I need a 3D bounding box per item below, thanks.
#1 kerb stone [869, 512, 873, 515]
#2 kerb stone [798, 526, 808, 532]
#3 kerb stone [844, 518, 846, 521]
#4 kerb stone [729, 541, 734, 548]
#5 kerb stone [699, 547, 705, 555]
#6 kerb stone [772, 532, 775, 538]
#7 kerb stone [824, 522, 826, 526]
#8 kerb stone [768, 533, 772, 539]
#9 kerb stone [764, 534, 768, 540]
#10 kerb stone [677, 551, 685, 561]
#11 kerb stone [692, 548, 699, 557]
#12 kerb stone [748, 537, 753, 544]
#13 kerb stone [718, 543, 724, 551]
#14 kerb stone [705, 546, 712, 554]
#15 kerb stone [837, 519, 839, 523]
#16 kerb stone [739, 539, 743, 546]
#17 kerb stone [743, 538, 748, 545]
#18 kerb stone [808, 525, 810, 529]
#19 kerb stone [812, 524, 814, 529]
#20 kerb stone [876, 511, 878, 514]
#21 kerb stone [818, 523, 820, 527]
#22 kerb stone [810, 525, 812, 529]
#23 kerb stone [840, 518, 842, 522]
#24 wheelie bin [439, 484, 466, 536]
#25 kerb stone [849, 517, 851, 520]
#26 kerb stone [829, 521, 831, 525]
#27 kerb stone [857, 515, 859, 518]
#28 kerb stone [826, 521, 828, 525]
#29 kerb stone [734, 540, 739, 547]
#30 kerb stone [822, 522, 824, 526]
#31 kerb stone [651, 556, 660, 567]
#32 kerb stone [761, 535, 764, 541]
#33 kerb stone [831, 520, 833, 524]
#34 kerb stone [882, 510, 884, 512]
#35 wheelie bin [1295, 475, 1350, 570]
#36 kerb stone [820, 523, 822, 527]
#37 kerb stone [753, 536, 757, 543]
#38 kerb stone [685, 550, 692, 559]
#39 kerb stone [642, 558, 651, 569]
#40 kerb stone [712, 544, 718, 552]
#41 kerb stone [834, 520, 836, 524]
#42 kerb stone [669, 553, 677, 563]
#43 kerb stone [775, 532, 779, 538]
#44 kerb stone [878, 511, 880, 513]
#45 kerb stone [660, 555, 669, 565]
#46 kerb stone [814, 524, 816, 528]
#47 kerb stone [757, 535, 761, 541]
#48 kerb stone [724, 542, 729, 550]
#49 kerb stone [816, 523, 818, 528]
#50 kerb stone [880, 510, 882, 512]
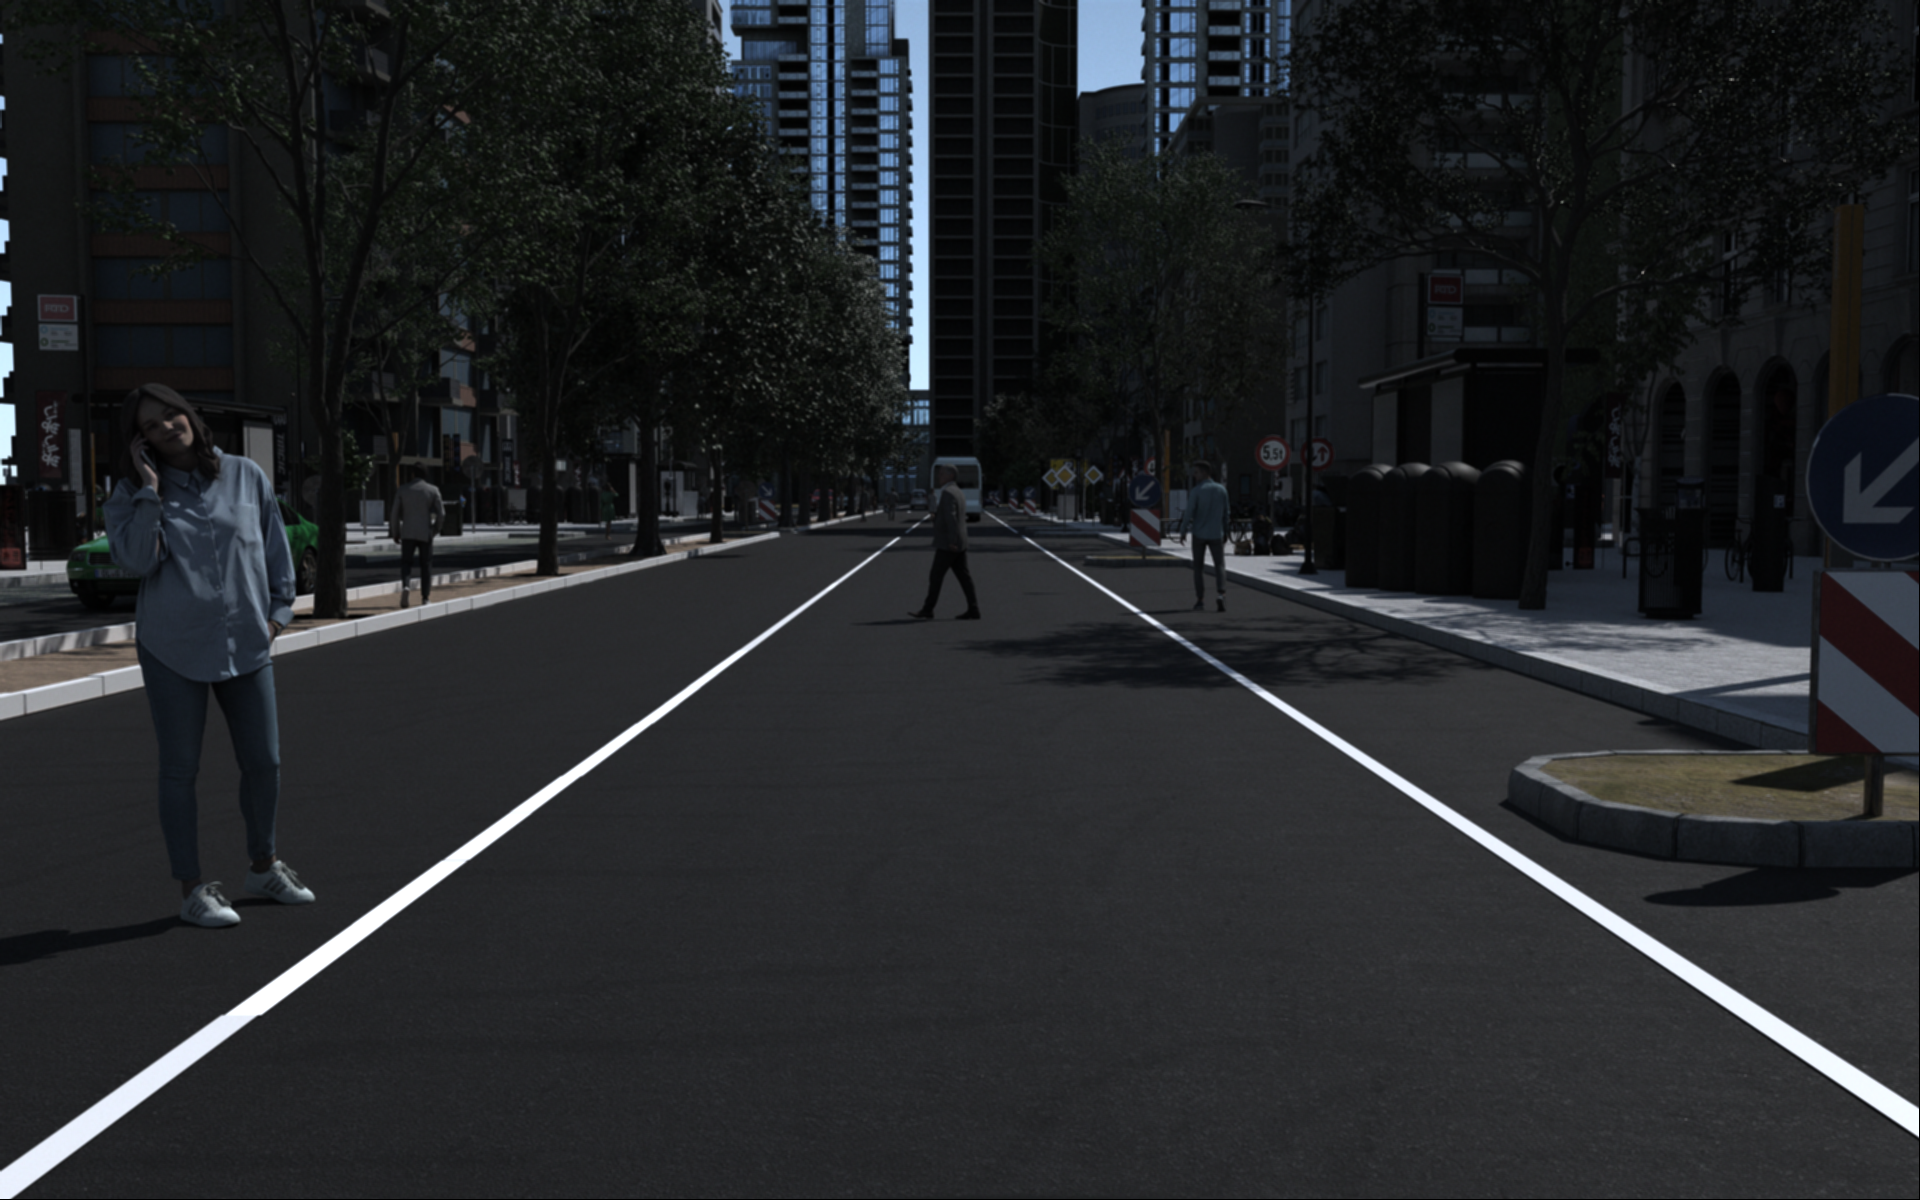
[{"bbox_3d":[-6.193,-5.851,117.852,0.120,0.150,1.000,0,3,0],"label":"kerb stone"},{"bbox_3d":[-6.152,-2.777,67.599,0.120,0.150,1.000,0,3,0],"label":"kerb stone"},{"bbox_3d":[-6.176,-4.151,90.175,0.120,0.150,1.000,0,3,0],"label":"kerb stone"},{"bbox_3d":[-6.137,-1.418,45.562,0.120,0.150,1.000,0,3,0],"label":"kerb stone"},{"bbox_3d":[-6.138,-1.110,40.421,0.120,0.150,1.000,0,3,0],"label":"kerb stone"},{"bbox_3d":[-6.143,-2.055,55.787,0.120,0.150,1.000,0,3,0],"label":"kerb stone"},{"bbox_3d":[-6.165,-3.342,76.838,0.120,0.150,1.000,0,3,0],"label":"kerb stone"},{"bbox_3d":[-6.150,-1.990,54.765,0.120,0.150,1.000,0,3,0],"label":"kerb stone"},{"bbox_3d":[-6.148,-1.927,53.743,0.120,0.150,1.000,0,3,0],"label":"kerb stone"},{"bbox_3d":[-6.132,-0.927,37.348,0.120,0.150,1.000,0,3,0],"label":"kerb stone"},{"bbox_3d":[-6.132,-1.052,39.399,0.120,0.150,1.000,0,3,0],"label":"kerb stone"},{"bbox_3d":[-6.140,-1.679,49.651,0.120,0.150,1.000,0,3,0],"label":"kerb stone"},{"bbox_3d":[-6.133,-1.304,43.509,0.120,0.150,1.000,0,3,0],"label":"kerb stone"},{"bbox_3d":[-6.134,-1.177,41.445,0.120,0.150,1.000,0,3,0],"label":"kerb stone"},{"bbox_3d":[-6.169,-3.844,85.045,0.120,0.150,1.000,0,3,0],"label":"kerb stone"},{"bbox_3d":[-6.145,-1.554,47.605,0.120,0.150,1.000,0,3,0],"label":"kerb stone"},{"bbox_3d":[-6.143,-1.616,48.629,0.120,0.150,1.000,0,3,0],"label":"kerb stone"},{"bbox_3d":[-6.160,-2.835,68.623,0.120,0.150,1.000,0,3,0],"label":"kerb stone"},{"bbox_3d":[-6.164,-2.964,70.675,0.120,0.150,1.000,0,3,0],"label":"kerb stone"},{"bbox_3d":[-6.204,-6.290,125.034,0.120,0.150,1.000,0,3,0],"label":"kerb stone"},{"bbox_3d":[-6.165,-3.153,73.750,0.120,0.150,1.000,0,3,0],"label":"kerb stone"},{"bbox_3d":[-6.164,-2.902,69.647,0.120,0.150,1.000,0,3,0],"label":"kerb stone"},{"bbox_3d":[-6.174,-3.970,87.097,0.120,0.150,1.000,0,3,0],"label":"kerb stone"},{"bbox_3d":[-15.554,-2.751,52.885,0.980,1.594,0.693,0,4,-4],"label":"wheelie bin"},{"bbox_3d":[-6.177,-4.408,94.269,0.120,0.150,1.000,0,3,0],"label":"kerb stone"},{"bbox_3d":[-6.166,-3.530,79.910,0.120,0.150,1.000,0,3,0],"label":"kerb stone"},{"bbox_3d":[-6.185,-4.909,102.458,0.120,0.150,1.000,0,3,0],"label":"kerb stone"},{"bbox_3d":[-6.158,-3.398,77.861,0.120,0.150,1.000,0,3,0],"label":"kerb stone"},{"bbox_3d":[-6.143,-1.490,46.584,0.120,0.150,1.000,0,3,0],"label":"kerb stone"},{"bbox_3d":[-6.166,-3.279,75.815,0.120,0.150,1.000,0,3,0],"label":"kerb stone"},{"bbox_3d":[-6.133,-0.738,34.267,0.120,0.150,1.000,0,3,0],"label":"kerb stone"},{"bbox_3d":[-6.149,-1.867,52.720,0.120,0.150,1.000,0,3,0],"label":"kerb stone"},{"bbox_3d":[-6.169,-3.593,80.941,0.120,0.150,1.000,0,3,0],"label":"kerb stone"},{"bbox_3d":[-6.204,-6.850,134.268,0.120,0.150,1.000,0,3,0],"label":"kerb stone"},{"bbox_3d":[6.338,-1.316,29.428,0.980,1.594,0.693,-2,4,-35],"label":"wheelie bin"},{"bbox_3d":[-6.160,-3.214,74.785,0.120,0.150,1.000,0,3,0],"label":"kerb stone"},{"bbox_3d":[-6.142,-1.739,50.673,0.120,0.150,1.000,0,3,0],"label":"kerb stone"},{"bbox_3d":[-6.125,-0.984,38.371,0.120,0.150,1.000,0,3,0],"label":"kerb stone"},{"bbox_3d":[-6.126,-0.665,33.246,0.120,0.150,1.000,0,3,0],"label":"kerb stone"},{"bbox_3d":[-6.137,-1.241,42.487,0.120,0.150,1.000,0,3,0],"label":"kerb stone"},{"bbox_3d":[-6.166,-3.718,82.988,0.120,0.150,1.000,0,3,0],"label":"kerb stone"},{"bbox_3d":[-6.133,-0.861,36.316,0.120,0.150,1.000,0,3,0],"label":"kerb stone"},{"bbox_3d":[-6.146,-2.117,56.809,0.120,0.150,1.000,0,3,0],"label":"kerb stone"},{"bbox_3d":[-6.206,-6.475,128.108,0.120,0.150,1.000,0,3,0],"label":"kerb stone"},{"bbox_3d":[-6.129,-0.798,35.289,0.120,0.150,1.000,0,3,0],"label":"kerb stone"},{"bbox_3d":[-6.154,-3.025,71.698,0.120,0.150,1.000,0,3,0],"label":"kerb stone"},{"bbox_3d":[-6.138,-1.804,51.695,0.120,0.150,1.000,0,3,0],"label":"kerb stone"},{"bbox_3d":[-6.135,-1.365,44.531,0.120,0.150,1.000,0,3,0],"label":"kerb stone"},{"bbox_3d":[-6.149,-3.088,72.727,0.120,0.150,1.000,0,3,0],"label":"kerb stone"},{"bbox_3d":[-6.217,-6.729,132.217,0.120,0.150,1.000,0,3,0],"label":"kerb stone"}]
